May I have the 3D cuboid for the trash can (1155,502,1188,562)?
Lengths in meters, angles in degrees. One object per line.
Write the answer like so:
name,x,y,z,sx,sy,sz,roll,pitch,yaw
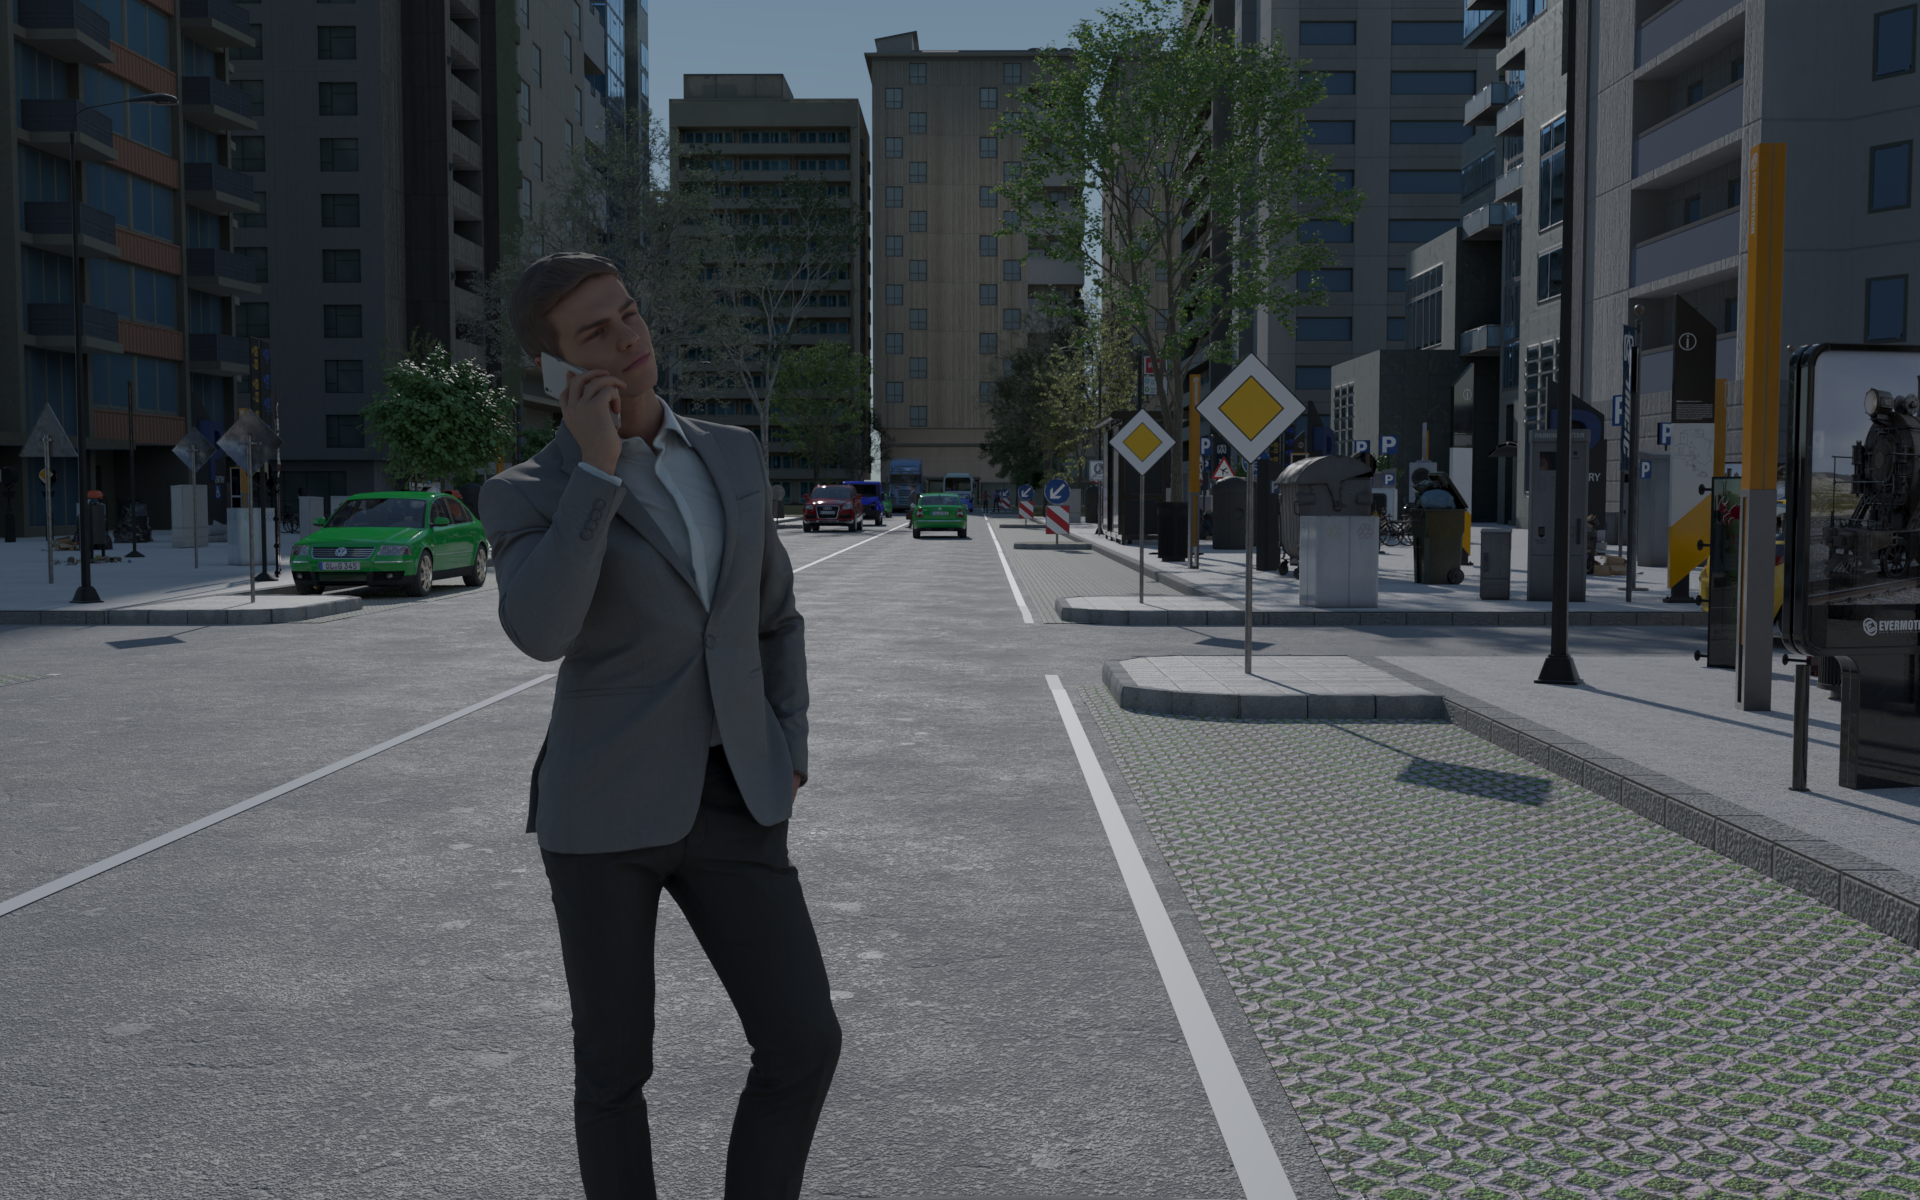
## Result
trash can,4.073,-1.306,33.001,0.748,1.137,0.748,0,3,0

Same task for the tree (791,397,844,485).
tree,-10.540,-10.973,129.765,4.737,8.622,4.395,0,3,0

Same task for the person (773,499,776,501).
person,-18.780,-10.189,175.811,0.721,1.743,1.217,-2,4,-32

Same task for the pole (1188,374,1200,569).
pole,4.010,-2.190,29.658,0.158,3.312,0.155,0,3,0

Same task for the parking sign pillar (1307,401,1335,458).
parking sign pillar,10.536,-3.795,50.520,1.447,3.967,1.447,2,4,31

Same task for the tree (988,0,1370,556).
tree,4.402,-6.754,36.187,9.928,11.665,9.643,0,3,0

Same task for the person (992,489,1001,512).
person,2.864,-7.879,137.192,0.709,1.838,0.599,0,4,3

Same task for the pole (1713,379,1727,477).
pole,13.460,-2.255,30.718,0.158,3.312,0.155,0,3,0

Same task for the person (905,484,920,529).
person,-1.907,-3.863,71.622,0.822,1.834,0.622,-1,4,-20

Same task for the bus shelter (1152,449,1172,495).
bus shelter,7.434,-4.652,67.347,1.731,3.624,6.357,0,4,0

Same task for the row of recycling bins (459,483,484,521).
row of recycling bins,-17.455,-3.537,64.940,1.069,1.692,3.534,2,4,25

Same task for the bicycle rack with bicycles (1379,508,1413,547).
bicycle rack with bicycles,10.901,-1.815,43.052,2.925,0.926,2.852,1,4,14

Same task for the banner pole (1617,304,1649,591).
banner pole,8.826,-2.005,22.800,0.401,3.779,0.863,3,4,39

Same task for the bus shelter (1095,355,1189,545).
bus shelter,4.918,-4.291,47.797,2.179,5.291,8.768,0,4,1

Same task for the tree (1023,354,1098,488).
tree,4.967,-8.335,86.634,4.737,8.622,4.395,0,3,0

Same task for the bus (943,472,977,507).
bus,-0.032,-10.028,158.810,2.948,3.499,13.247,0,4,1

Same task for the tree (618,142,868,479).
tree,-11.944,-14.618,94.897,12.611,20.169,13.585,0,3,0

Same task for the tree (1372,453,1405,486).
tree,16.949,-4.595,69.733,1.663,3.219,1.824,0,3,0

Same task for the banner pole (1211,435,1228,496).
banner pole,10.901,-5.090,73.234,0.863,3.779,0.401,1,4,15

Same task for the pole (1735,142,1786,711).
pole,4.716,-1.001,10.205,0.158,3.312,0.155,0,3,0

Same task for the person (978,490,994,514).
person,1.891,-7.202,126.965,1.217,1.743,0.721,1,4,13

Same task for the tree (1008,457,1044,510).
tree,5.675,-9.590,140.505,4.285,4.588,4.351,0,3,0

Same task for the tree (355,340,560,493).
tree,-11.113,-3.265,37.096,4.285,4.588,4.351,0,3,0

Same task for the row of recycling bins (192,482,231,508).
row of recycling bins,-24.118,-2.981,55.848,1.069,1.692,3.534,-1,4,-11

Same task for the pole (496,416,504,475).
pole,-11.580,-3.045,43.633,0.158,3.312,0.155,0,3,0

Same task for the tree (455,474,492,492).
tree,-20.330,-4.690,71.278,1.663,3.219,1.824,0,3,0

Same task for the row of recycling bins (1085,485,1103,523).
row of recycling bins,7.306,-4.274,76.992,3.534,1.692,1.069,-1,4,-15

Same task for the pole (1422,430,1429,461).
pole,14.924,-3.778,55.617,0.158,3.312,0.155,0,3,0

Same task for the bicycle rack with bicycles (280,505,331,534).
bicycle rack with bicycles,-21.507,-2.652,56.736,2.925,0.926,2.852,-3,5,-39

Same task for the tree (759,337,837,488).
tree,-9.351,-11.502,113.817,9.928,11.665,9.643,0,3,0

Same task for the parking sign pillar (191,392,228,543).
parking sign pillar,-20.059,-3.536,46.294,1.447,3.967,1.447,0,4,-4

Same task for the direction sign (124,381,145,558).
direction sign,-16.758,-2.634,35.065,0.379,3.537,0.876,-1,4,-22

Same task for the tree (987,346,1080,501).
tree,5.791,-13.146,133.060,7.486,12.596,7.792,0,3,0

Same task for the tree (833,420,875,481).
tree,-10.242,-12.958,162.225,4.360,8.622,3.978,0,3,0

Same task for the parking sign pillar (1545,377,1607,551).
parking sign pillar,14.139,-3.139,39.787,1.447,3.967,1.447,0,4,5

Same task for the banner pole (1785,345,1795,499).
banner pole,13.913,-2.382,28.968,0.401,3.779,0.863,1,4,11

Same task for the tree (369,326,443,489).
tree,-24.264,-7.725,76.671,4.737,8.622,4.395,0,3,0

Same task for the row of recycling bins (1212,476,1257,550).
row of recycling bins,6.584,-2.099,41.432,1.069,1.692,3.534,1,4,14

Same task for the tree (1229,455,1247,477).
tree,12.384,-4.981,76.047,1.663,3.219,1.824,0,3,0

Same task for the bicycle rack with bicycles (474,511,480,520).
bicycle rack with bicycles,-13.633,-2.419,52.940,2.925,0.926,2.852,0,4,-7

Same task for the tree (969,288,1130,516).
tree,5.223,-11.818,103.595,12.009,13.543,11.850,0,3,0

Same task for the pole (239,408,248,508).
pole,-17.018,-2.898,41.224,0.158,3.312,0.155,0,3,0

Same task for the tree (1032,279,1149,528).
tree,4.732,-6.674,59.490,4.360,8.622,3.978,0,3,0

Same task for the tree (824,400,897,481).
tree,-10.210,-14.570,172.632,8.767,10.594,7.601,1,4,8

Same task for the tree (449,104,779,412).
tree,-10.492,-8.784,53.983,12.009,13.543,11.850,0,3,0

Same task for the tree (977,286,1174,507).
tree,5.360,-8.817,78.565,8.767,10.594,7.601,0,4,-6

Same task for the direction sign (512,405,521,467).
direction sign,-11.131,-3.155,43.589,0.379,3.537,0.876,0,4,-4

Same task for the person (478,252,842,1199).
person,-0.455,0.360,2.788,0.592,1.802,0.473,-1,4,-20
